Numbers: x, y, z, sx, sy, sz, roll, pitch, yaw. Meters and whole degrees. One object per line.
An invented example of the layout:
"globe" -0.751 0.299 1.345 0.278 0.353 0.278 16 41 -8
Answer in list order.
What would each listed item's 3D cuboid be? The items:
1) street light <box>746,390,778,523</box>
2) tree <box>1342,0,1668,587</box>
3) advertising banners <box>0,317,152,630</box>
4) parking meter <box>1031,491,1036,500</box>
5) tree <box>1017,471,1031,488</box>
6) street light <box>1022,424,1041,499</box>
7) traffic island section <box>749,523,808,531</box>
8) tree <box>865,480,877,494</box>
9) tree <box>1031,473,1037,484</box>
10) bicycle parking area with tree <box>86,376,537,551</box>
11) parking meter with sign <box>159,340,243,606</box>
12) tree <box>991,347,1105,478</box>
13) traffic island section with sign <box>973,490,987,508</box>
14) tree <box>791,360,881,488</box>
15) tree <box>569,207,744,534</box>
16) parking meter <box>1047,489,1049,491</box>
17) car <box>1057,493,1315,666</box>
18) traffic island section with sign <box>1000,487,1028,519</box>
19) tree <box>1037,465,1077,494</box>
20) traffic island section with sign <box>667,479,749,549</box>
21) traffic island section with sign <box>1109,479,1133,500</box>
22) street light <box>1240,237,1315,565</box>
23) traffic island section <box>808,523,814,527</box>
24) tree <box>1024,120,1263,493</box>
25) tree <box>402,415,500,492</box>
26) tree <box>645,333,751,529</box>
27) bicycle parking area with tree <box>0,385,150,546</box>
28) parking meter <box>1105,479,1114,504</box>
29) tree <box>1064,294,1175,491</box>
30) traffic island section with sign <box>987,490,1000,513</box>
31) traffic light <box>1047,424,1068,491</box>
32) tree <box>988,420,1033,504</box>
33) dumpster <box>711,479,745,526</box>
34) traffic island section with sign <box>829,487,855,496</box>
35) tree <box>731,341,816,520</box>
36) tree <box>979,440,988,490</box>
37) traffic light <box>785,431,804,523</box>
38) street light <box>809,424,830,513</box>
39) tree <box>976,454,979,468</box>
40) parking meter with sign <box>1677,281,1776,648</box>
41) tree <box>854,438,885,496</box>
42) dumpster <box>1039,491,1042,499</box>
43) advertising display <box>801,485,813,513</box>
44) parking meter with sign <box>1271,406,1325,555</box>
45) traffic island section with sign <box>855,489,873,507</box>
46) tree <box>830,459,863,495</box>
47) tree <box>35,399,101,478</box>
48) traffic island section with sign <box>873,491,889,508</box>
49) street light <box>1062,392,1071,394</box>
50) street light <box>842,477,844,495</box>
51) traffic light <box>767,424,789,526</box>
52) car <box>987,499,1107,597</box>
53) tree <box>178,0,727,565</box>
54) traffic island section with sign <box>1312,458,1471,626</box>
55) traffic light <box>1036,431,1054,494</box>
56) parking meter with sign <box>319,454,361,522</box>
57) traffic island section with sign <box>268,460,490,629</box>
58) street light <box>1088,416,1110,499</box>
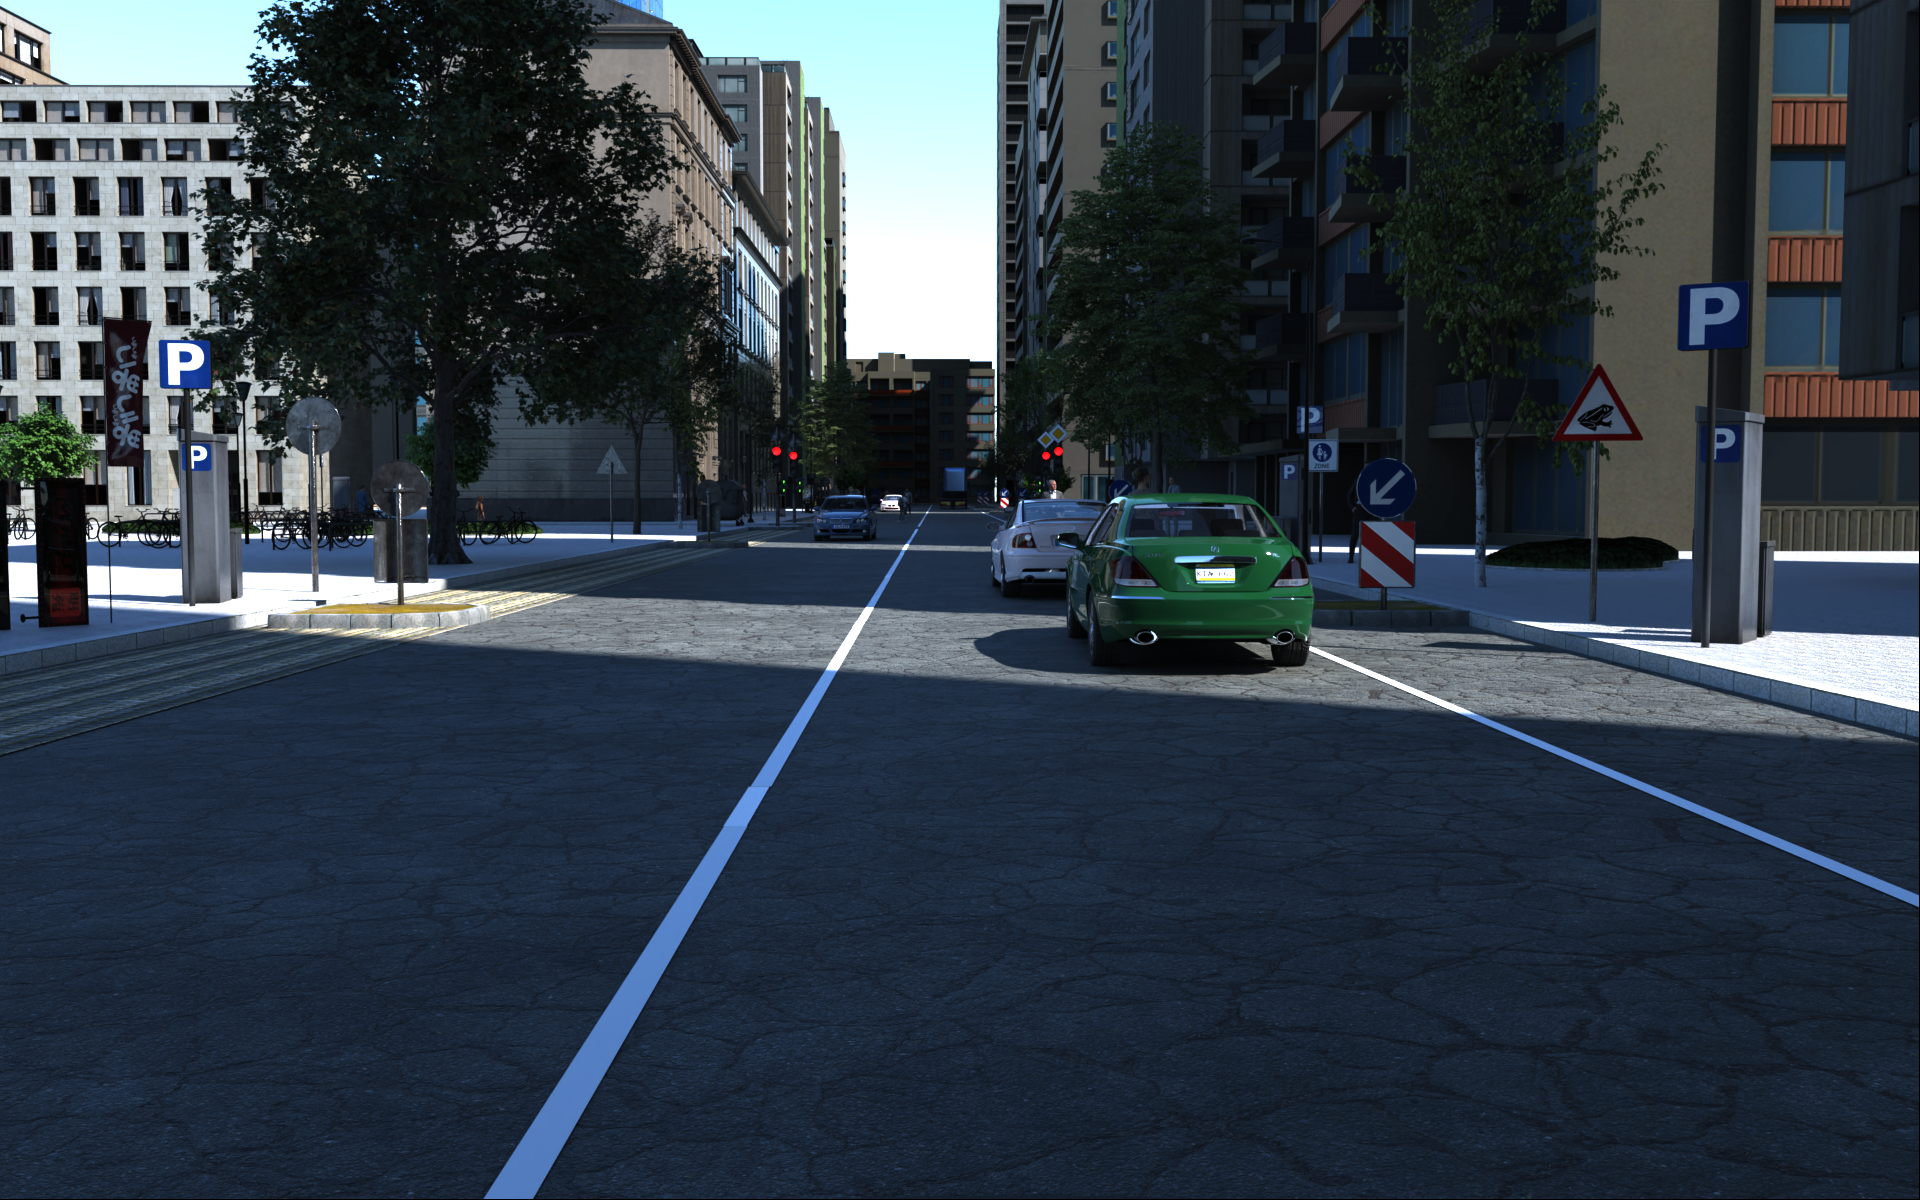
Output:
"street light" -8.849 -6.420 77.509 1.470 5.913 1.316 0 4 -1
"tree" 7.172 -4.472 23.483 4.737 8.622 4.395 0 3 0
"advertising banners" -8.726 -1.256 16.719 0.090 3.025 2.074 2 4 33
"parking meter" 5.372 -7.270 127.270 0.372 1.533 0.369 0 3 0
"tree" 5.166 -8.512 133.777 1.663 3.219 1.824 0 3 0
"street light" 4.829 -8.738 115.399 1.470 5.913 1.316 0 4 -1
"traffic island section" -7.302 -2.870 69.203 2.009 0.180 2.903 0 4 -1
"tree" -11.940 -14.373 229.600 1.663 3.219 1.824 0 3 0
"tree" 5.810 -7.201 112.338 1.663 3.219 1.824 0 3 0
"bicycle parking area with tree" -15.866 -3.443 43.298 8.231 4.147 9.016 3 5 40
"parking meter with sign" -8.925 -1.483 20.512 0.543 3.016 1.738 -1 4 -11
"tree" 6.013 -11.961 121.320 9.928 11.665 9.643 0 3 0
"traffic island section with sign" 2.585 -10.425 179.068 1.989 1.847 2.006 0 4 -1
"tree" -10.526 -13.951 146.231 7.486 12.596 7.792 0 3 0
"tree" -10.153 -7.416 55.662 8.767 10.594 7.601 3 5 41
"parking meter" 5.081 -5.738 99.529 0.255 1.863 0.399 -1 4 -22
"car" 1.986 -0.249 15.864 2.131 1.459 4.920 0 4 0
"traffic island section with sign" 3.555 -5.706 101.918 1.989 1.847 2.006 0 4 -1
"tree" 5.849 -6.533 101.417 1.663 3.219 1.824 0 3 0
"traffic island section with sign" -6.693 -2.298 46.206 1.989 1.847 2.006 0 4 -1
"traffic island section with sign" 4.216 -2.369 47.357 1.989 1.847 2.006 0 4 -1
"street light" 5.769 -3.605 31.484 1.470 5.913 1.316 0 4 -1
"traffic island section" -7.401 -3.358 77.187 2.009 0.180 2.903 0 4 -1
"tree" 5.737 -8.277 53.463 7.486 12.596 7.792 0 3 0
"tree" -17.903 -4.734 61.117 4.285 4.588 4.351 0 3 0
"tree" -10.102 -6.933 63.712 4.737 8.622 4.395 0 3 0
"bicycle parking area with tree" -27.882 -3.559 45.193 8.231 4.147 9.016 1 4 12
"parking meter" 5.775 -3.697 66.160 0.399 1.863 0.255 -2 4 -31
"tree" 5.963 -6.780 61.216 4.360 8.622 3.978 0 3 0
"traffic island section with sign" 3.197 -7.405 129.693 1.989 1.847 2.006 0 4 -1
"traffic light" 3.899 -4.911 69.222 0.839 4.253 0.868 0 4 -1
"tree" 5.314 -13.186 165.958 4.360 8.622 3.978 0 3 0
"dumpster" -9.320 -3.887 69.308 1.264 1.857 1.865 0 4 -1
"traffic island section with sign" -7.390 -5.748 102.612 1.989 1.847 2.006 0 4 -1
"tree" -9.339 -8.190 84.275 4.360 8.622 3.978 0 3 0
"tree" 4.551 -14.324 184.563 4.360 8.622 3.978 0 3 0
"traffic light" -7.360 -5.390 77.053 0.839 4.253 0.868 0 4 -1
"street light" -9.341 -8.710 114.942 1.470 5.913 1.316 0 4 -1
"tree" 4.286 -16.644 222.493 4.360 8.622 3.978 0 3 0
"parking meter with sign" 6.712 -1.150 15.056 0.543 3.016 1.738 3 4 36
"tree" -10.949 -15.294 200.415 4.737 8.622 4.395 0 3 0
"dumpster" 5.574 -6.195 107.041 1.264 1.857 1.865 0 4 -1
"advertising display" -10.334 -6.851 117.228 0.123 1.923 0.974 3 5 44
"parking meter with sign" 6.485 -2.284 33.608 0.543 3.016 1.738 2 4 32
"traffic island section with sign" -7.730 -7.425 130.028 1.989 1.847 2.006 0 4 -1
"tree" -10.775 -10.843 160.993 4.285 4.588 4.351 0 3 0
"tree" -31.576 -4.645 59.666 4.285 4.588 4.351 0 3 0
"traffic island section with sign" -8.331 -10.444 179.390 1.989 1.847 2.006 0 4 -1
"street light" 5.309 -6.482 78.520 1.470 5.913 1.316 0 4 -1
"street light" -9.720 -10.965 151.822 1.470 5.913 1.316 0 4 -1
"traffic light" -7.261 -4.902 69.069 0.839 4.253 0.868 0 4 -1
"car" 1.456 -0.803 25.498 2.083 1.381 4.827 0 4 -2
"tree" -9.412 -7.011 31.642 9.611 12.733 9.660 0 3 0
"traffic island section with sign" 4.565 -0.682 19.784 1.989 1.847 2.006 0 4 -1
"traffic light" 3.800 -5.400 77.207 0.839 4.253 0.868 0 4 -1
"parking meter with sign" -27.313 -4.908 76.509 1.738 3.016 0.543 -1 4 -13
"traffic island section with sign" -6.348 -0.650 19.253 1.989 1.847 2.006 0 4 -1
"street light" 5.384 -5.879 68.658 1.470 5.913 1.316 0 4 -1
